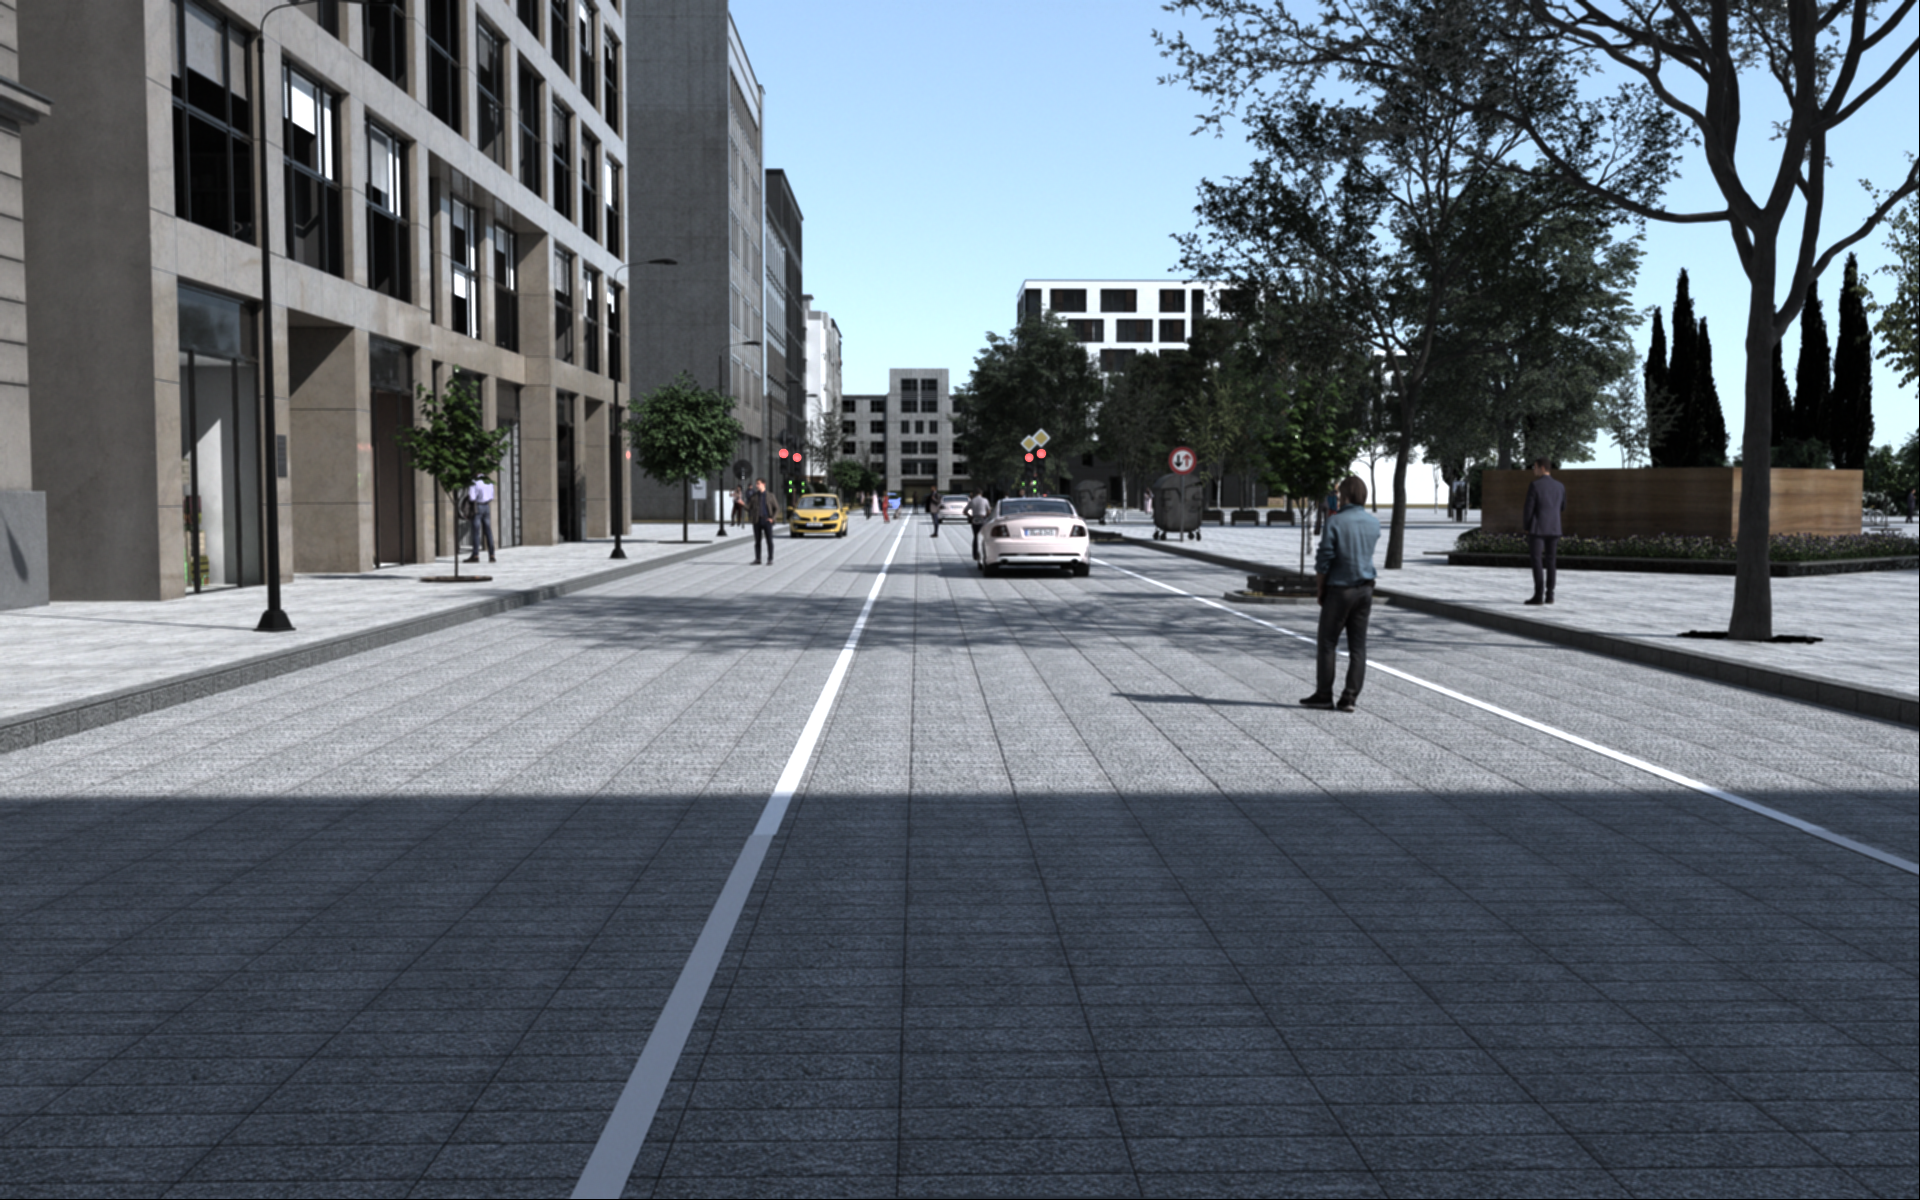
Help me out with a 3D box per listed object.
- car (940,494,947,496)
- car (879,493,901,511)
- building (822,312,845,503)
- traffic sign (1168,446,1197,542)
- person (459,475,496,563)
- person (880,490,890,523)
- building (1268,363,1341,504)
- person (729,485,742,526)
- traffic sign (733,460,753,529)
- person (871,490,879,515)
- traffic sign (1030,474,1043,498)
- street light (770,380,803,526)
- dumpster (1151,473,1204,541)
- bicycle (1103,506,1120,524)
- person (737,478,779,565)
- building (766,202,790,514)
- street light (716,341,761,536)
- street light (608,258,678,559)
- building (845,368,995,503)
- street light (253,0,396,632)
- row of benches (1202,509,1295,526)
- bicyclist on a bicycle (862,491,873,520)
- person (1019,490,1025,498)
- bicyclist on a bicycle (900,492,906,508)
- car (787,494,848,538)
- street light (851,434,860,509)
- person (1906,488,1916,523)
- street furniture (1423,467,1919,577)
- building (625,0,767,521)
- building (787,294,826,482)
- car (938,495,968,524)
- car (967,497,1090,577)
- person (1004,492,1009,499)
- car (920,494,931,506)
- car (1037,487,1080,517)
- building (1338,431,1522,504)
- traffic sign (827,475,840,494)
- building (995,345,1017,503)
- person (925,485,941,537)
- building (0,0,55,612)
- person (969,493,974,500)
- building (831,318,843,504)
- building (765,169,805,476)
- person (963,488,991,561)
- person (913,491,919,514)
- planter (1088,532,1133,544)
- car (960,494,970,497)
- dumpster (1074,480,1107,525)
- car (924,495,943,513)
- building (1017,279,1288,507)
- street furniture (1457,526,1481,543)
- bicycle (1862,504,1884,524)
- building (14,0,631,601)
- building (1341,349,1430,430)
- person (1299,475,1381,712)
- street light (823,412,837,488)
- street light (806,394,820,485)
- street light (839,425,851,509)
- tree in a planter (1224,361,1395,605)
[{"bbox_3d":[-2.039,-10.855,187.258,2.009,1.686,4.222,0,4,0],"label":"car"},{"bbox_3d":[-6.063,-8.592,150.065,1.945,1.707,3.694,0,4,0],"label":"car"},{"bbox_3d":[-21.585,-19.395,183.561,16.747,18.905,31.486,0,4,-1],"label":"building"},{"bbox_3d":[5.924,-2.818,46.188,0.768,2.556,0.104,0,4,0],"label":"traffic sign"},{"bbox_3d":[-9.059,-1.623,32.441,0.599,1.838,0.709,2,4,35],"label":"person"},{"bbox_3d":[-3.722,-4.608,85.551,0.593,1.614,0.444,-2,4,-28],"label":"person"},{"bbox_3d":[41.484,-22.384,222.401,11.380,20.091,16.016,0,4,-1],"label":"building"},{"bbox_3d":[-8.942,-3.776,69.243,0.566,1.644,0.517,-2,4,-30],"label":"person"},{"bbox_3d":[-8.003,-3.896,63.809,0.768,2.556,0.104,0,4,8],"label":"traffic sign"},{"bbox_3d":[-5.801,-6.605,117.157,0.621,1.740,0.551,0,4,7],"label":"person"},{"bbox_3d":[4.763,-6.650,108.735,0.884,2.594,0.081,0,4,1],"label":"traffic sign"},{"bbox_3d":[-7.172,-6.000,70.634,1.470,5.913,1.316,0,4,-1],"label":"street light"},{"bbox_3d":[6.053,-2.587,48.060,1.264,1.857,1.865,0,4,-1],"label":"dumpster"},{"bbox_3d":[6.435,-3.697,73.663,0.635,0.972,1.543,2,4,34],"label":"bicycle"},{"bbox_3d":[-4.069,-1.584,34.931,0.617,1.759,0.750,2,4,25],"label":"person"},{"bbox_3d":[-16.529,-16.064,111.795,9.793,20.994,18.267,0,4,-1],"label":"building"},{"bbox_3d":[-6.729,-4.902,52.696,1.470,5.913,1.316,0,4,-1],"label":"street light"},{"bbox_3d":[-6.250,-3.773,34.228,1.470,5.913,1.316,0,4,-1],"label":"street light"},{"bbox_3d":[-10.135,-23.552,251.534,31.486,18.905,16.747,0,4,-1],"label":"building"},{"bbox_3d":[-5.894,-2.664,16.093,1.470,5.913,1.316,0,4,-1],"label":"street light"},{"bbox_3d":[11.513,-3.363,70.453,4.104,0.672,1.422,1,4,18],"label":"row of benches"},{"bbox_3d":[-5.148,-5.299,96.654,1.499,1.676,1.625,0,3,0],"label":"bicyclist on a bicycle"},{"bbox_3d":[1.980,-2.748,55.485,0.319,1.574,0.516,1,4,9],"label":"person"},{"bbox_3d":[-5.920,-10.446,180.813,1.499,1.676,1.625,0,4,-1],"label":"bicyclist on a bicycle"},{"bbox_3d":[-4.684,-2.895,57.558,2.015,1.641,3.980,0,4,0],"label":"car"},{"bbox_3d":[-8.702,-9.907,134.516,1.470,5.913,1.316,0,4,-1],"label":"street light"},{"bbox_3d":[43.718,-4.292,79.585,0.530,1.710,0.541,3,5,44],"label":"person"},{"bbox_3d":[12.651,-1.426,30.172,9.812,1.723,11.010,-3,5,-40],"label":"street furniture"},{"bbox_3d":[-17.252,-16.793,92.592,12.078,24.808,19.932,0,4,-1],"label":"building"},{"bbox_3d":[-20.471,-18.664,161.574,16.016,20.091,11.380,0,4,-1],"label":"building"},{"bbox_3d":[-0.228,-4.409,84.442,2.083,1.381,4.827,0,4,-1],"label":"car"},{"bbox_3d":[1.288,-1.164,31.388,2.083,1.381,4.827,0,4,-1],"label":"car"},{"bbox_3d":[2.331,-4.681,87.495,0.387,1.526,0.523,1,4,12],"label":"person"},{"bbox_3d":[-3.693,-11.974,207.577,2.131,1.459,4.920,0,4,-2],"label":"car"},{"bbox_3d":[3.508,-3.373,64.930,2.009,1.686,4.222,0,4,1],"label":"car"},{"bbox_3d":[61.125,-17.391,226.482,28.070,9.664,9.099,0,4,-1],"label":"building"},{"bbox_3d":[-8.688,-7.272,118.897,0.884,2.594,0.081,0,4,6],"label":"traffic sign"},{"bbox_3d":[13.683,-21.259,214.045,16.747,18.905,31.486,0,4,-1],"label":"building"},{"bbox_3d":[-0.906,-2.955,57.636,0.431,1.722,0.655,-1,4,-16],"label":"person"},{"bbox_3d":[-16.441,-13.483,7.841,14.401,28.519,23.554,0,4,-1],"label":"building"},{"bbox_3d":[0.979,-8.264,145.881,0.482,1.546,0.388,-2,4,-26],"label":"person"},{"bbox_3d":[-31.342,-22.693,215.005,32.646,21.610,27.936,0,4,-1],"label":"building"},{"bbox_3d":[-19.776,-20.741,132.618,14.314,27.812,24.014,0,4,-1],"label":"building"},{"bbox_3d":[0.364,-1.637,37.470,0.614,1.554,0.590,1,4,18],"label":"person"},{"bbox_3d":[-3.146,-7.000,124.422,0.593,1.643,0.415,2,4,28],"label":"person"},{"bbox_3d":[3.960,-1.816,50.839,1.991,0.319,1.994,0,4,-1],"label":"planter"},{"bbox_3d":[0.632,-11.021,188.989,1.959,1.807,4.718,0,4,-3],"label":"car"},{"bbox_3d":[5.397,-4.013,71.379,1.264,1.857,1.865,0,4,-1],"label":"dumpster"},{"bbox_3d":[-1.791,-7.330,132.432,1.945,1.354,3.894,0,4,-1],"label":"car"},{"bbox_3d":[19.739,-20.654,181.669,27.936,21.610,32.646,0,4,-1],"label":"building"},{"bbox_3d":[17.277,-2.024,48.727,5.734,0.657,10.072,2,4,30],"label":"street furniture"},{"bbox_3d":[38.978,-3.744,74.442,1.543,0.972,0.635,0,4,0],"label":"bicycle"},{"bbox_3d":[-19.557,-14.197,36.638,19.350,26.468,34.151,0,4,-1],"label":"building"},{"bbox_3d":[54.885,-25.293,257.509,32.646,21.610,27.936,0,4,-1],"label":"building"},{"bbox_3d":[2.523,-0.044,11.439,0.499,1.552,0.429,0,4,5],"label":"person"},{"bbox_3d":[-7.913,-7.712,98.637,1.470,5.913,1.316,0,4,-1],"label":"street light"},{"bbox_3d":[-7.312,-6.615,80.702,1.470,5.913,1.316,0,4,-1],"label":"street light"},{"bbox_3d":[-8.290,-8.810,116.577,1.470,5.913,1.316,0,4,-1],"label":"street light"},{"bbox_3d":[4.620,-1.593,23.275,1.991,3.239,1.994,0,4,-1],"label":"tree in a planter"}]
